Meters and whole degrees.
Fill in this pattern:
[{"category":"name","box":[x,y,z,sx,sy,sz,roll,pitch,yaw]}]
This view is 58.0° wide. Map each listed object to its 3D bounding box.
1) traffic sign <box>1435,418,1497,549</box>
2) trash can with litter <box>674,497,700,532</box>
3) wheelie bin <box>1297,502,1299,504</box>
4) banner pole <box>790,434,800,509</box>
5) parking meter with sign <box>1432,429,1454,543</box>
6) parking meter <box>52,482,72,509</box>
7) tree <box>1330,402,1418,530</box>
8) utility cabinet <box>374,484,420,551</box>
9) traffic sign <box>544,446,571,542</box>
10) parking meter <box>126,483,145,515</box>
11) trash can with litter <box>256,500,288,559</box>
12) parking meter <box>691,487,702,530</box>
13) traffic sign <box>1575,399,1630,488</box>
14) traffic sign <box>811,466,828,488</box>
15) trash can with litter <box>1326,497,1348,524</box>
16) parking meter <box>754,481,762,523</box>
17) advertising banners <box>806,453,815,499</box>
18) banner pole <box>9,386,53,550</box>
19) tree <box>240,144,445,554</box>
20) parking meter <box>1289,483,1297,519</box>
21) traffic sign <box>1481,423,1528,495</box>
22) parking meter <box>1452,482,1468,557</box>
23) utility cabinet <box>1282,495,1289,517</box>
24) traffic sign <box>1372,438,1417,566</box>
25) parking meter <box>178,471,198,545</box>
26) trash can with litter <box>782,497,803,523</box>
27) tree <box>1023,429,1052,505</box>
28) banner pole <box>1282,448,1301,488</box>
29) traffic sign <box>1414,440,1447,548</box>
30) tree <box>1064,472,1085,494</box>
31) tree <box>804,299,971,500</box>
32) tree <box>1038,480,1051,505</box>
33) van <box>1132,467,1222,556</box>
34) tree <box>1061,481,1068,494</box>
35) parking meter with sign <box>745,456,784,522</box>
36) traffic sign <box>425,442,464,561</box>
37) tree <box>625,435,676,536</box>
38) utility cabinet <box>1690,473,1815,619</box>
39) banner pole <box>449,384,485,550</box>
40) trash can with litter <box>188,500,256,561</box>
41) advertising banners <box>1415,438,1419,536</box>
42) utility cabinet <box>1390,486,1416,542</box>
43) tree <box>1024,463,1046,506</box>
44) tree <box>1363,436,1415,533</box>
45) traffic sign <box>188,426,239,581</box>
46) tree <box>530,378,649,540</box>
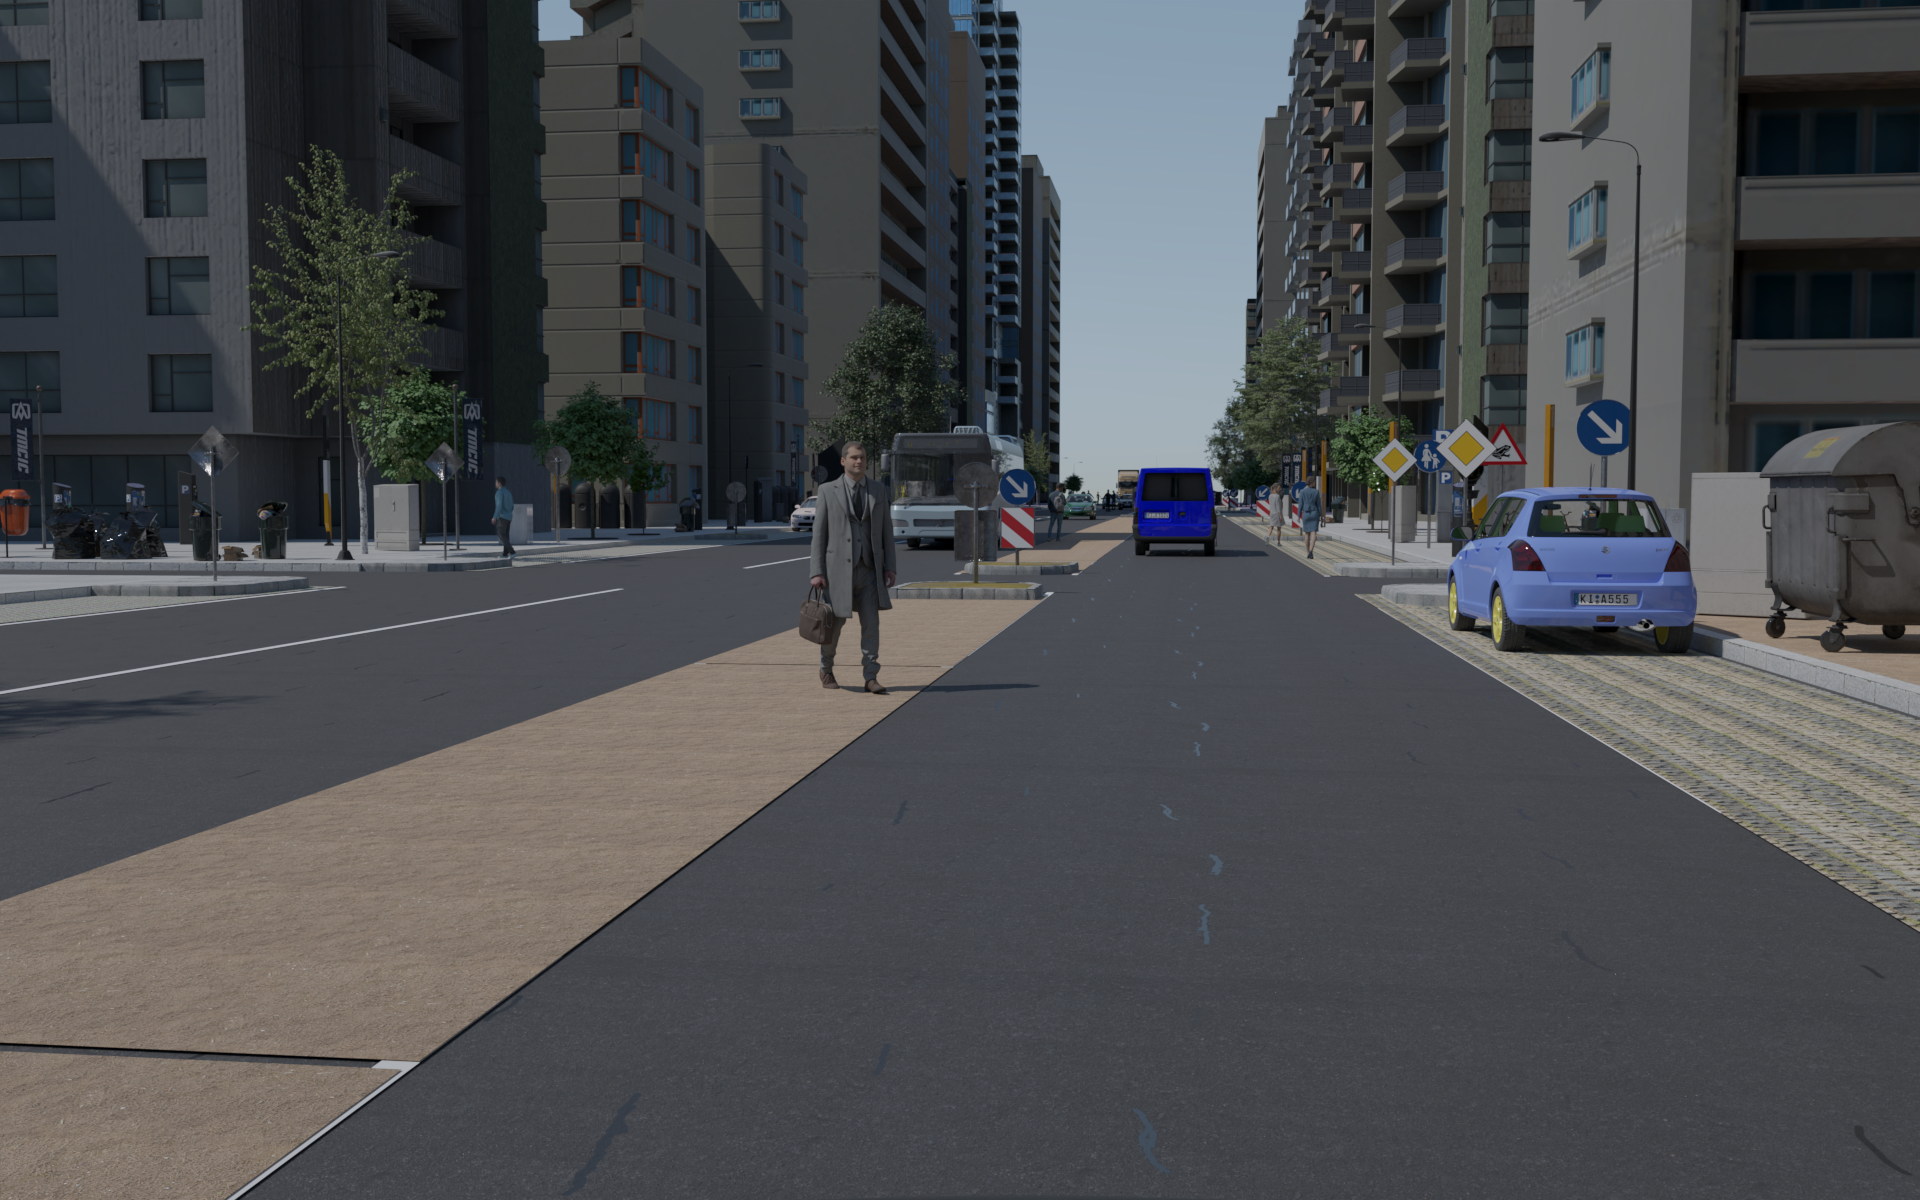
[{"category":"traffic sign","box":[6.734,-1.190,23.101,0.795,2.450,0.064,0,4,7]},{"category":"trash can with litter","box":[-9.215,-2.869,58.298,0.624,1.170,1.055,1,4,11]},{"category":"wheelie bin","box":[17.438,-4.887,87.805,0.693,1.594,0.980,1,4,23]},{"category":"banner pole","box":[-6.843,-5.023,72.149,0.401,3.779,0.863,2,4,25]},{"category":"parking meter with sign","box":[12.863,-3.044,46.027,0.543,3.016,1.738,1,4,12]},{"category":"parking meter","box":[-19.398,-1.777,37.458,0.372,1.533,0.369,0,3,0]},{"category":"tree","box":[14.735,-4.781,61.889,4.285,4.588,4.351,0,3,0]},{"category":"utility cabinet","box":[-12.705,-1.856,39.022,1.173,1.500,0.318,2,4,33]},{"category":"traffic sign","box":[-10.673,-2.802,45.926,0.768,2.556,0.104,1,4,13]},{"category":"parking meter","box":[-18.252,-1.833,38.385,0.372,1.533,0.369,0,3,0]},{"category":"trash can with litter","box":[-13.713,-1.396,34.218,1.055,1.170,0.624,3,5,45]},{"category":"parking meter","box":[-9.337,-3.246,61.489,0.372,1.533,0.369,0,3,0]},{"category":"traffic sign","box":[8.688,-1.423,23.375,0.768,2.556,0.104,1,4,14]},{"category":"traffic sign","box":[-6.311,-4.737,77.563,0.768,2.556,0.104,1,4,9]},{"category":"trash can with litter","box":[16.354,-3.915,75.404,1.055,1.170,0.624,-3,4,-38]},{"category":"parking meter","box":[-9.029,-4.389,77.473,0.255,1.863,0.399,1,4,23]},{"category":"advertising banners","box":[-6.439,-4.800,74.669,0.090,3.025,2.074,-1,4,-14]},{"category":"banner pole","box":[-21.421,-3.053,39.927,0.863,3.779,0.401,-3,4,-39]},{"category":"tree","box":[-12.773,-5.274,36.588,4.737,8.622,4.395,0,3,0]},{"category":"parking meter","box":[19.381,-5.809,100.694,0.399,1.863,0.255,3,5,40]},{"category":"traffic sign","box":[9.907,-1.938,31.689,0.884,2.594,0.081,1,4,15]},{"category":"parking meter","box":[10.212,-1.642,35.252,0.372,1.533,0.369,0,3,0]},{"category":"utility cabinet","box":[18.676,-5.356,98.726,0.306,1.237,1.020,-1,4,-8]},{"category":"traffic sign","box":[7.770,-1.674,31.019,0.795,2.450,0.064,0,4,7]},{"category":"parking meter","box":[-19.560,-2.335,43.894,0.399,1.863,0.255,0,4,-1]},{"category":"trash can with litter","box":[-7.416,-3.988,76.583,1.055,1.170,0.624,0,4,-6]},{"category":"tree","box":[8.658,-14.994,195.507,4.737,8.622,4.395,0,3,0]},{"category":"banner pole","box":[17.935,-6.377,94.283,0.863,3.779,0.401,0,4,-6]},{"category":"traffic sign","box":[11.062,-2.489,40.794,0.768,2.556,0.104,1,4,9]},{"category":"tree","box":[16.805,-16.600,255.127,4.285,4.588,4.351,0,3,0]},{"category":"tree","box":[-3.947,-11.305,101.848,9.611,12.733,9.660,0,3,0]},{"category":"tree","box":[9.902,-13.109,208.939,1.663,3.219,1.824,0,3,0]},{"category":"van","box":[5.235,-2.297,41.944,2.240,2.365,5.245,0,4,8]},{"category":"tree","box":[14.181,-14.899,238.194,1.663,3.219,1.824,0,3,0]},{"category":"parking meter with sign","box":[-8.989,-5.100,79.649,1.738,3.016,0.543,-1,4,-15]},{"category":"traffic sign","box":[-9.921,-1.817,33.346,0.795,2.450,0.064,0,4,7]},{"category":"tree","box":[-9.941,-3.625,53.877,1.663,3.219,1.824,0,3,0]},{"category":"utility cabinet","box":[8.254,-0.572,18.026,1.173,1.500,0.318,3,5,43]},{"category":"banner pole","box":[-11.314,-3.039,39.698,0.863,3.779,0.401,-3,4,-36]},{"category":"trash can with litter","box":[-14.215,-1.335,33.221,1.055,1.170,0.624,0,4,-3]},{"category":"advertising banners","box":[14.237,-3.535,53.988,0.090,3.025,2.074,1,4,18]},{"category":"utility cabinet","box":[11.719,-2.272,45.822,0.318,1.500,1.173,2,4,32]},{"category":"tree","box":[7.291,-11.995,179.825,4.285,4.588,4.351,0,3,0]},{"category":"tree","box":[13.957,-3.836,57.328,1.663,3.219,1.824,0,3,0]},{"category":"traffic sign","box":[-10.957,-1.332,25.429,0.795,2.450,0.064,0,4,7]},{"category":"tree","box":[-10.361,-4.002,49.148,4.285,4.588,4.351,0,3,0]}]
